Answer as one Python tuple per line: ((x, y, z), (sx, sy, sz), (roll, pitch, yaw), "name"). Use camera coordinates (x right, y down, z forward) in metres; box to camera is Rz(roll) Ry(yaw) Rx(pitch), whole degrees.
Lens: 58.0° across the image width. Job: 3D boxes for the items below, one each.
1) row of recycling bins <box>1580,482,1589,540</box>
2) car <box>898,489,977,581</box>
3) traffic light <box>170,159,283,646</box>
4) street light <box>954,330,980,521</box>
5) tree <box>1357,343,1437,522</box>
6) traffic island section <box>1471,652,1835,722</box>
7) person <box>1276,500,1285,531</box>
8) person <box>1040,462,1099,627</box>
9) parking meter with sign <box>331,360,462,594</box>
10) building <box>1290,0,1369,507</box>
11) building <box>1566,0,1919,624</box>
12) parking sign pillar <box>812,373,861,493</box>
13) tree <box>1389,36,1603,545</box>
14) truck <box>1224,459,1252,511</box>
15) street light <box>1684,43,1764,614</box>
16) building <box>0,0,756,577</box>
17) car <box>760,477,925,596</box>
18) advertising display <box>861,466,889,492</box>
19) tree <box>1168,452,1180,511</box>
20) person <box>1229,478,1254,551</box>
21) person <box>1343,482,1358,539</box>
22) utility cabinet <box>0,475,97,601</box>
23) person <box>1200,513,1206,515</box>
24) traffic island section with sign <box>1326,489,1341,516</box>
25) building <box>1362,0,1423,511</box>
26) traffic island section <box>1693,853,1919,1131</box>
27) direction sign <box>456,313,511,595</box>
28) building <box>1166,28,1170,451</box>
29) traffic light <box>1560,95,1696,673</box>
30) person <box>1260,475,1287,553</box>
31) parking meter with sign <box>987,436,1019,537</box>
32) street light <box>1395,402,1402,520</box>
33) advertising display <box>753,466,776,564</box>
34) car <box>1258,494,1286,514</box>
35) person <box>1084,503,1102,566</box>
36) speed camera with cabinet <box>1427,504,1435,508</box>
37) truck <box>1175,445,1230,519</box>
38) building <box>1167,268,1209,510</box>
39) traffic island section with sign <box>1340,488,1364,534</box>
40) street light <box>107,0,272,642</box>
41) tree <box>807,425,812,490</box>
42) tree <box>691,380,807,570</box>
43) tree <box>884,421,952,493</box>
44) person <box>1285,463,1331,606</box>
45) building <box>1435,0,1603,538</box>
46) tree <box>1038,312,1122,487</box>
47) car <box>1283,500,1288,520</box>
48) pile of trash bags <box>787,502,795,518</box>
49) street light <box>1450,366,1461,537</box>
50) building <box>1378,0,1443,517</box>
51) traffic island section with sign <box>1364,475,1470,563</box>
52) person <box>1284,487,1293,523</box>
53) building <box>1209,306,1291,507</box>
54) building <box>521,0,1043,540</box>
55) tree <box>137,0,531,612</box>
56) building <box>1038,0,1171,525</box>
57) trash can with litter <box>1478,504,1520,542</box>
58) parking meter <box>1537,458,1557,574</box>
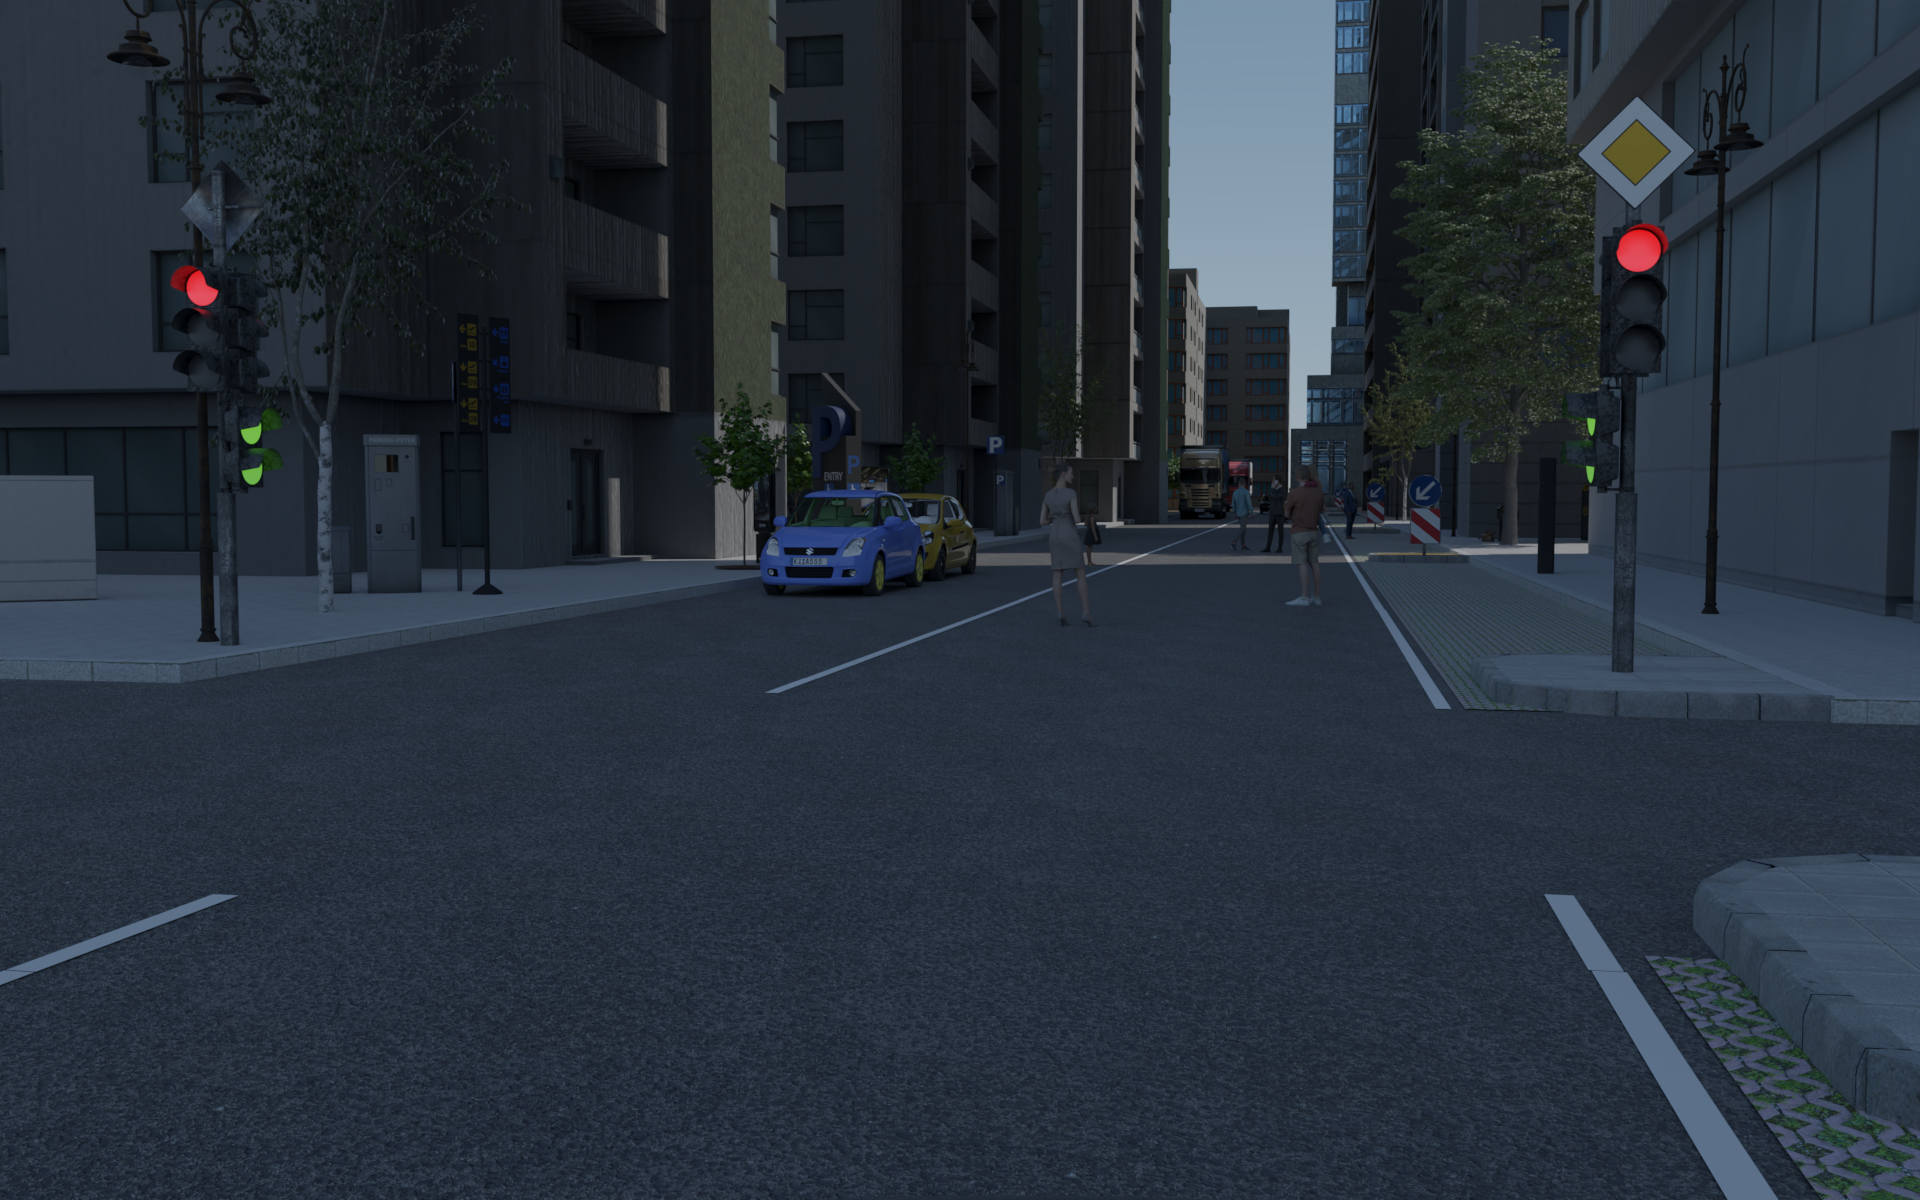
((17.394, -2.423, 46.730), (1.069, 1.692, 3.534), (1, 4, 15), "row of recycling bins")
((-0.855, -1.200, 29.844), (2.015, 1.641, 3.980), (1, 4, 12), "car")
((-6.179, -1.569, 14.575), (0.839, 4.253, 0.868), (1, 4, 11), "traffic light")
((0.209, -4.653, 48.858), (0.468, 5.910, 1.993), (1, 4, 11), "street light")
((20.719, -7.973, 80.727), (4.737, 8.622, 4.395), (0, 3, 0), "tree")
((4.805, 0.598, 12.503), (2.009, 0.180, 2.903), (1, 4, 11), "traffic island section")
((12.383, -3.601, 67.712), (0.374, 1.781, 0.599), (-2, 4, -35), "person")
((1.183, -0.607, 18.768), (0.599, 1.781, 0.374), (3, 5, 39), "person")
((-7.388, -1.606, 22.518), (1.738, 3.016, 0.543), (-1, 4, -18), "parking meter with sign")
((49.802, -52.766, 175.395), (31.000, 86.520, 22.319), (1, 4, 11), "building")
((22.845, -26.335, 19.817), (27.495, 52.752, 28.713), (1, 4, 11), "building")
((-2.715, -3.032, 38.051), (1.447, 3.967, 1.447), (-3, 5, -39), "parking sign pillar")
((14.320, -7.678, 43.663), (7.486, 12.596, 7.792), (0, 3, 0), "tree")
((22.445, -9.312, 141.169), (2.839, 4.237, 11.283), (1, 4, 11), "truck")
((8.044, -2.789, 18.392), (0.468, 5.910, 1.993), (1, 4, 11), "street light")
((-12.099, -15.947, 32.441), (14.160, 30.474, 14.107), (1, 4, 11), "building")
((-1.692, -0.977, 25.559), (1.945, 1.707, 3.694), (1, 4, 12), "car")
((-2.130, -2.147, 40.315), (0.974, 1.923, 0.123), (0, 4, 6), "advertising display")
((16.357, -9.129, 132.979), (4.285, 4.588, 4.351), (0, 3, 0), "tree")
((7.047, -2.158, 43.641), (0.748, 1.841, 0.638), (-1, 4, -23), "person")
((12.386, -2.832, 54.983), (0.419, 1.800, 0.721), (3, 4, 38), "person")
((-11.009, -0.738, 20.738), (1.173, 1.500, 0.318), (-2, 4, -27), "utility cabinet")
((16.485, -6.667, 117.959), (0.568, 1.767, 0.683), (-3, 4, -36), "person")
((24.894, -6.339, 112.264), (1.989, 1.847, 2.006), (1, 4, 11), "traffic island section with sign")
((39.062, -30.256, 118.386), (21.300, 48.544, 21.600), (1, 4, 11), "building")
((3.229, 1.077, 4.675), (2.009, 0.180, 2.903), (1, 4, 11), "traffic island section")
((-6.053, -1.840, 22.086), (0.379, 3.537, 0.876), (2, 4, 32), "direction sign")
((7.411, -28.957, 123.564), (14.600, 45.320, 14.200), (1, 4, 11), "building")
((4.767, -1.436, 12.397), (0.839, 4.253, 0.868), (1, 4, 11), "traffic light")
((7.689, -2.108, 42.328), (0.474, 1.900, 0.648), (-2, 4, -27), "person")
((1.352, -3.457, 52.780), (0.543, 3.016, 1.738), (1, 4, 19), "parking meter with sign")
((21.581, -6.883, 85.317), (0.468, 5.910, 1.993), (1, 4, 11), "street light")
((-3.578, -1.619, 31.681), (0.123, 1.923, 0.974), (-2, 4, -24), "advertising display")
((22.301, -6.976, 123.848), (2.009, 1.686, 4.222), (1, 4, 10), "car")
((2.638, -1.296, 34.367), (0.373, 1.253, 0.362), (0, 4, 0), "person")
((23.577, -5.470, 83.766), (2.038, 3.252, 0.660), (0, 4, 4), "speed camera with cabinet")
((14.285, -6.869, 101.229), (2.839, 4.237, 11.283), (1, 4, 11), "truck")
((6.239, -18.784, 152.153), (28.899, 21.520, 27.650), (1, 4, 11), "building")
((14.996, -3.330, 63.077), (1.989, 1.847, 2.006), (1, 4, 11), "traffic island section with sign")
((-6.542, -2.576, 14.898), (0.468, 5.910, 1.993), (1, 4, 11), "street light")
((-3.786, -2.829, 40.859), (1.663, 3.219, 1.824), (0, 3, 0), "tree")
((-3.829, -2.144, 29.649), (1.663, 3.219, 1.824), (0, 3, 0), "tree")
((-1.275, -3.155, 46.194), (1.663, 3.219, 1.824), (0, 3, 0), "tree")
((4.488, -0.849, 22.356), (0.573, 1.828, 0.580), (1, 4, 17), "person")
((27.981, -31.725, 60.704), (21.231, 58.520, 28.212), (1, 4, 11), "building")
((4.321, -7.386, 71.131), (4.737, 8.622, 4.395), (0, 3, 0), "tree")
((18.935, -5.285, 96.634), (2.015, 1.641, 3.980), (1, 4, 13), "car")
((-5.268, -2.238, 46.343), (3.447, 1.369, 1.912), (-3, 5, -41), "pile of trash bags")
((14.867, -4.844, 51.993), (0.468, 5.910, 1.993), (1, 4, 11), "street light")
((34.813, -40.275, 96.754), (20.563, 71.187, 20.611), (1, 4, 11), "building")
((9.680, -1.714, 36.649), (1.989, 1.847, 2.006), (1, 4, 11), "traffic island section with sign")
((16.498, -4.720, 86.077), (0.834, 1.777, 0.661), (2, 4, 25), "person")
((20.352, -20.784, 184.854), (28.899, 21.520, 27.650), (1, 4, 11), "building")
((-5.154, -17.578, 59.096), (14.160, 30.474, 14.107), (1, 4, 11), "building")
((-6.875, -4.188, 18.839), (4.360, 8.622, 3.978), (0, 3, 0), "tree")
((2.289, -24.315, 81.149), (14.154, 41.232, 14.086), (1, 4, 11), "building")
((14.428, -2.141, 46.396), (1.055, 1.170, 0.624), (2, 4, 34), "trash can with litter")
((9.477, -1.362, 27.972), (0.255, 1.863, 0.399), (1, 4, 17), "parking meter")
